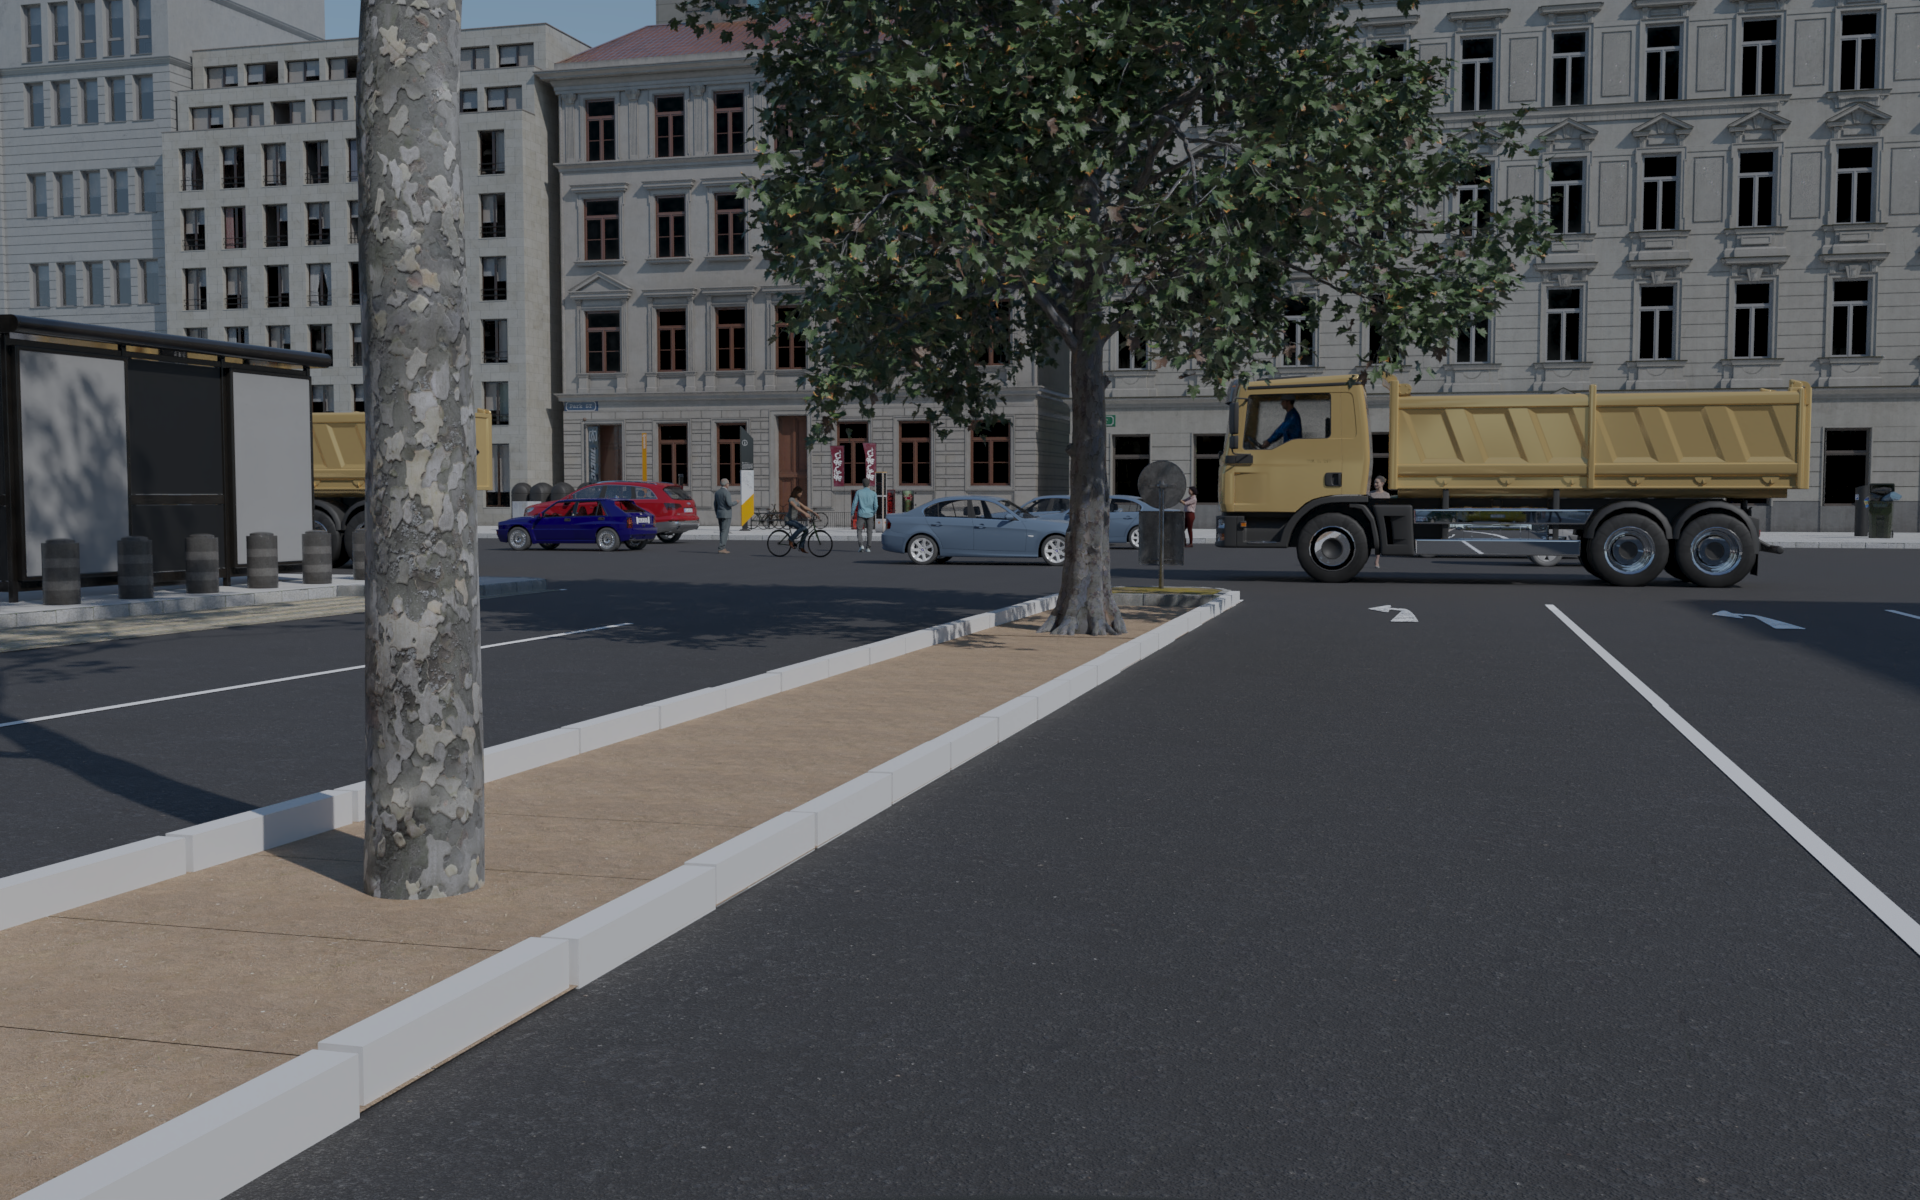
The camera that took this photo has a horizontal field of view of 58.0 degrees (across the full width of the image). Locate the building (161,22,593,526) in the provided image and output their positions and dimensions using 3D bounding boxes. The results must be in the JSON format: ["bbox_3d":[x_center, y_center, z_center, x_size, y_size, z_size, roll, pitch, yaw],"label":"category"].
[{"bbox_3d":[-24.037,-13.526,75.898,16.860,20.320,10.420,1,4,15],"label":"building"}]

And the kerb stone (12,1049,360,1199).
[{"bbox_3d":[-1.567,1.143,3.507,0.120,0.150,1.000,1,4,15],"label":"kerb stone"}]

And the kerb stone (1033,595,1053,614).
[{"bbox_3d":[0.928,0.078,20.916,0.120,0.150,1.000,1,4,15],"label":"kerb stone"}]

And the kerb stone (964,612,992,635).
[{"bbox_3d":[0.124,0.261,17.932,0.120,0.150,1.000,1,4,15],"label":"kerb stone"}]

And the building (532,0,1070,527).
[{"bbox_3d":[-5.329,-14.438,72.218,21.152,22.565,11.583,1,4,15],"label":"building"}]

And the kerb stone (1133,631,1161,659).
[{"bbox_3d":[1.633,0.413,15.448,0.120,0.150,1.000,1,4,15],"label":"kerb stone"}]

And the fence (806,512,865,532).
[{"bbox_3d":[-4.150,-2.590,57.718,2.069,0.683,0.278,-1,4,-15],"label":"fence"}]

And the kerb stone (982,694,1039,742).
[{"bbox_3d":[0.298,0.717,10.476,0.120,0.150,1.000,1,4,15],"label":"kerb stone"}]

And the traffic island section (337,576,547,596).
[{"bbox_3d":[-7.390,-0.187,25.331,2.009,0.180,2.903,1,4,15],"label":"traffic island section"}]

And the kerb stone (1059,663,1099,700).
[{"bbox_3d":[0.832,0.596,12.457,0.120,0.150,1.000,1,4,15],"label":"kerb stone"}]

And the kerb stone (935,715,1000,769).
[{"bbox_3d":[0.028,0.781,9.479,0.120,0.150,1.000,1,4,15],"label":"kerb stone"}]

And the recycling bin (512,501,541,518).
[{"bbox_3d":[-14.963,-2.893,59.848,0.722,1.027,0.722,2,4,26],"label":"recycling bin"}]

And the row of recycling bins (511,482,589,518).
[{"bbox_3d":[-14.259,-3.290,60.906,3.534,1.692,1.069,1,4,22],"label":"row of recycling bins"}]

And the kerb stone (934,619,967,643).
[{"bbox_3d":[-0.143,0.321,16.941,0.120,0.150,1.000,1,4,15],"label":"kerb stone"}]

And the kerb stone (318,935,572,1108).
[{"bbox_3d":[-1.314,1.081,4.521,0.120,0.150,1.000,1,4,15],"label":"kerb stone"}]

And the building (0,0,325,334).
[{"bbox_3d":[-46.310,-18.662,82.619,29.804,29.767,11.434,1,4,15],"label":"building"}]

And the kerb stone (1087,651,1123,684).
[{"bbox_3d":[1.103,0.535,13.455,0.120,0.150,1.000,1,4,15],"label":"kerb stone"}]

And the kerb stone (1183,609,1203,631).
[{"bbox_3d":[2.435,0.231,18.426,0.120,0.150,1.000,1,4,15],"label":"kerb stone"}]

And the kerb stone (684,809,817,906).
[{"bbox_3d":[-0.772,0.960,6.500,0.120,0.150,1.000,1,4,15],"label":"kerb stone"}]

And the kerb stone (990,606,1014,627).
[{"bbox_3d":[0.392,0.202,18.924,0.120,0.150,1.000,1,4,15],"label":"kerb stone"}]

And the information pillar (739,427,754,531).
[{"bbox_3d":[-7.417,-4.212,60.218,0.504,3.616,0.183,-2,4,-34],"label":"information pillar"}]

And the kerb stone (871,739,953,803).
[{"bbox_3d":[-0.239,0.838,8.488,0.120,0.150,1.000,1,4,15],"label":"kerb stone"}]

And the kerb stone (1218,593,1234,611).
[{"bbox_3d":[3.239,0.048,21.415,0.120,0.150,1.000,1,4,15],"label":"kerb stone"}]

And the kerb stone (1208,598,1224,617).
[{"bbox_3d":[2.971,0.112,20.425,0.120,0.150,1.000,1,4,15],"label":"kerb stone"}]

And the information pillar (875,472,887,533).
[{"bbox_3d":[-2.620,-3.238,57.438,0.304,2.012,0.304,1,4,23],"label":"information pillar"}]

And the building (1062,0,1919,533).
[{"bbox_3d":[26.824,-17.704,65.882,44.131,29.872,17.030,1,4,15],"label":"building"}]

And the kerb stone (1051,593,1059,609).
[{"bbox_3d":[1.195,0.018,21.907,0.120,0.150,1.000,1,4,15],"label":"kerb stone"}]

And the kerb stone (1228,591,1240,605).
[{"bbox_3d":[3.507,-0.013,22.410,0.120,0.150,1.000,1,4,15],"label":"kerb stone"}]

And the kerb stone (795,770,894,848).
[{"bbox_3d":[-0.503,0.902,7.497,0.120,0.150,1.000,1,4,15],"label":"kerb stone"}]

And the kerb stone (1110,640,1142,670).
[{"bbox_3d":[1.361,0.474,14.450,0.120,0.150,1.000,1,4,15],"label":"kerb stone"}]

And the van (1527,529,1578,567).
[{"bbox_3d":[13.064,-1.682,34.516,4.112,2.044,2.013,1,4,14],"label":"van"}]

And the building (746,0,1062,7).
[{"bbox_3d":[-2.725,-31.618,136.567,23.786,49.044,30.456,1,4,15],"label":"building"}]

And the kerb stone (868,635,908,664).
[{"bbox_3d":[-0.674,0.443,14.952,0.120,0.150,1.000,1,4,15],"label":"kerb stone"}]

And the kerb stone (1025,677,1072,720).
[{"bbox_3d":[0.568,0.656,11.466,0.120,0.150,1.000,1,4,15],"label":"kerb stone"}]

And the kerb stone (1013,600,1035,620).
[{"bbox_3d":[0.662,0.140,19.921,0.120,0.150,1.000,1,4,15],"label":"kerb stone"}]

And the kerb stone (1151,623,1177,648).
[{"bbox_3d":[1.902,0.352,16.438,0.120,0.150,1.000,1,4,15],"label":"kerb stone"}]

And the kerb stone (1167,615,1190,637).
[{"bbox_3d":[2.164,0.291,17.432,0.120,0.150,1.000,1,4,15],"label":"kerb stone"}]

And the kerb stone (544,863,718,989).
[{"bbox_3d":[-1.031,1.024,5.508,0.120,0.150,1.000,1,4,15],"label":"kerb stone"}]

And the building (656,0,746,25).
[{"bbox_3d":[-15.960,-44.758,170.038,20.611,71.187,20.563,1,4,15],"label":"building"}]

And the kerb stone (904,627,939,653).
[{"bbox_3d":[-0.411,0.382,15.949,0.120,0.150,1.000,1,4,15],"label":"kerb stone"}]

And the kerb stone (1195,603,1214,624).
[{"bbox_3d":[2.705,0.169,19.431,0.120,0.150,1.000,1,4,15],"label":"kerb stone"}]

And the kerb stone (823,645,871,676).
[{"bbox_3d":[-0.946,0.504,13.960,0.120,0.150,1.000,1,4,15],"label":"kerb stone"}]
